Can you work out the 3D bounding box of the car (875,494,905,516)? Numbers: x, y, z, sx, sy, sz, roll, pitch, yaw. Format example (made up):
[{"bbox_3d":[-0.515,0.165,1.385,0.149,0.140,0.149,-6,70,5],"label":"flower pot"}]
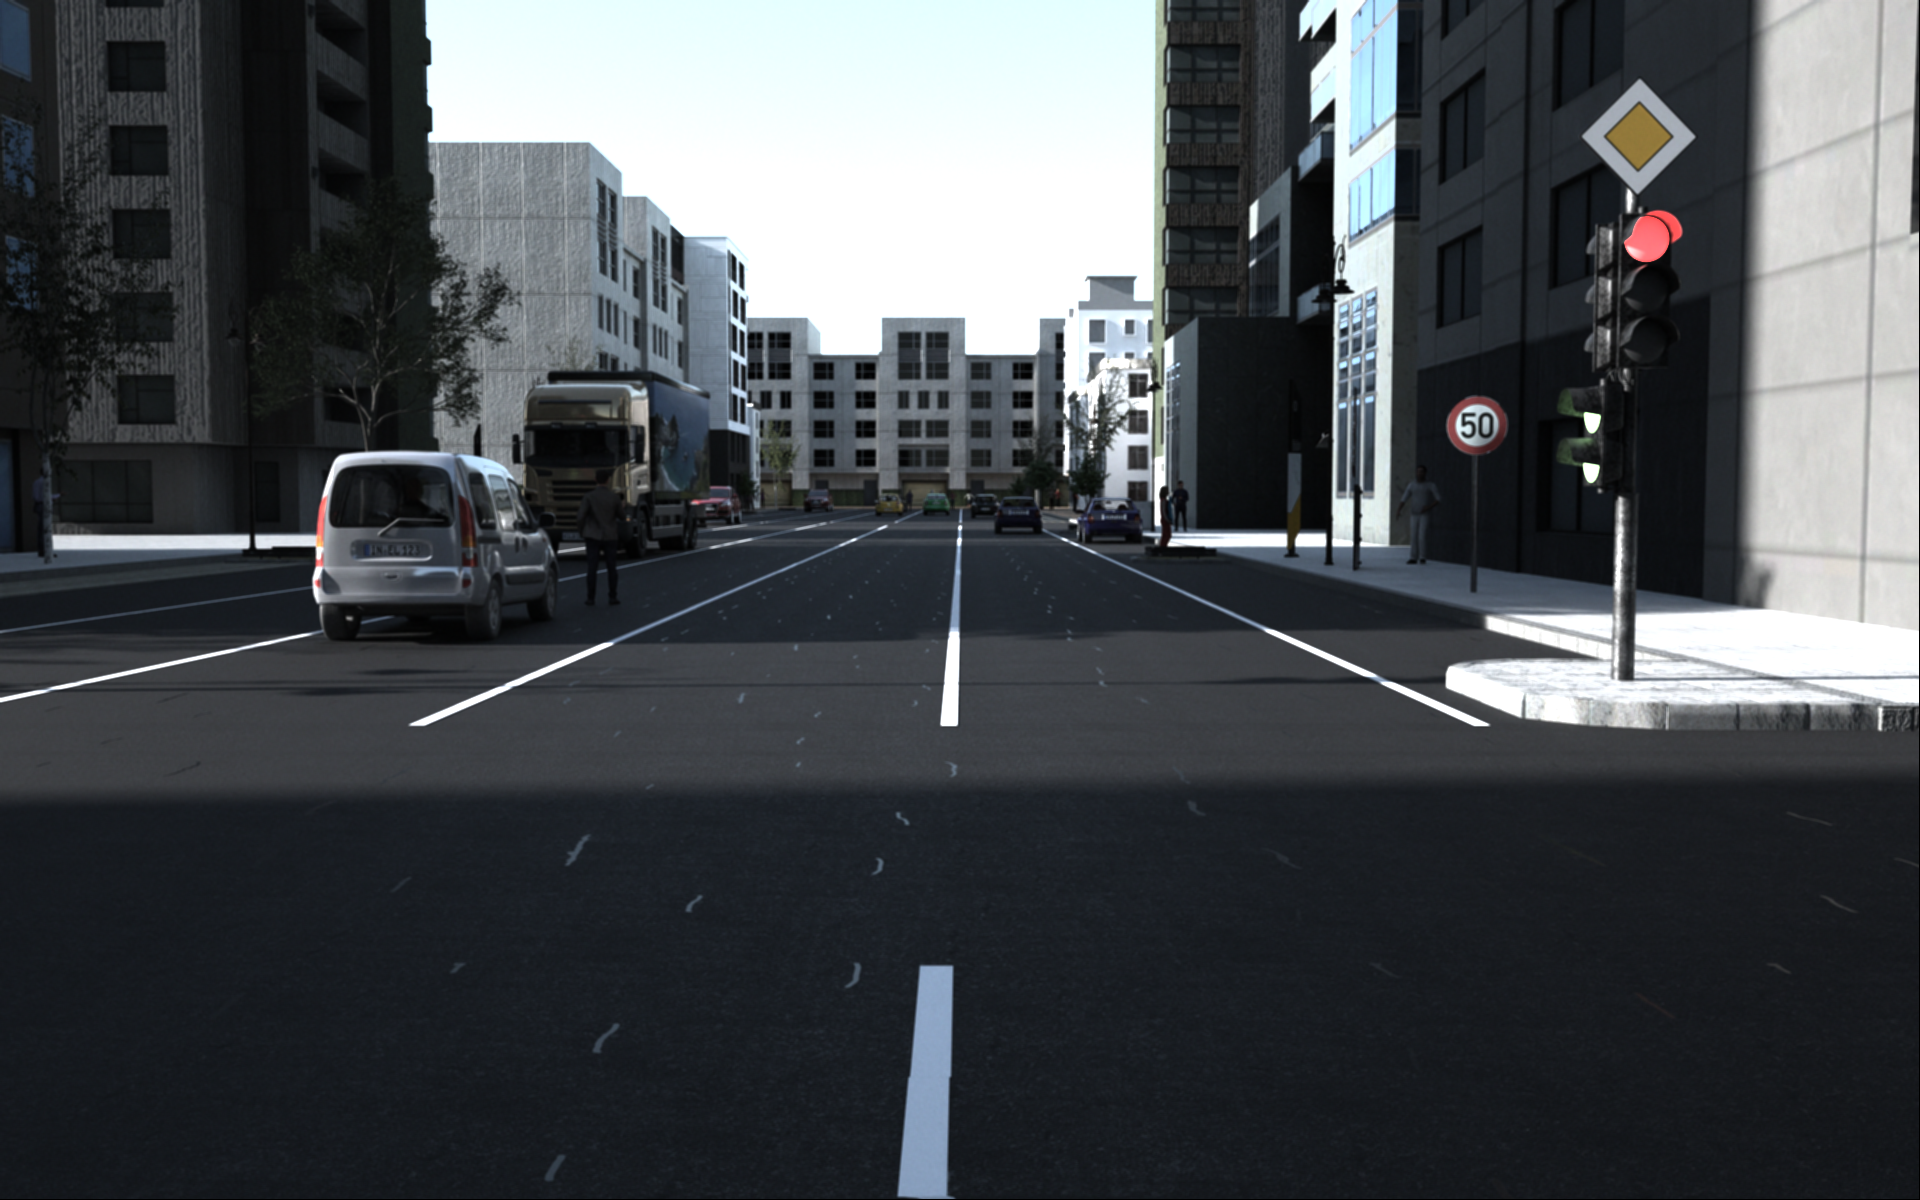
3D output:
[{"bbox_3d":[-4.647,-6.369,114.357,2.015,1.641,3.980,0,4,0],"label":"car"}]

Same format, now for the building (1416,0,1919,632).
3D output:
[{"bbox_3d":[19.262,-35.723,22.325,20.611,71.187,20.563,0,3,0],"label":"building"}]

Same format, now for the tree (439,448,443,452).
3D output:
[{"bbox_3d":[-24.500,-5.659,76.244,4.285,4.588,4.351,0,3,0],"label":"tree"}]

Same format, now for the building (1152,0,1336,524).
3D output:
[{"bbox_3d":[15.716,-18.846,79.837,14.160,30.474,14.107,0,3,0],"label":"building"}]

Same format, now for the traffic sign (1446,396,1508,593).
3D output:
[{"bbox_3d":[6.702,-1.371,22.524,0.768,2.556,0.104,1,4,8],"label":"traffic sign"}]

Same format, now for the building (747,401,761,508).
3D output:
[{"bbox_3d":[-32.543,-13.142,157.018,28.070,9.664,9.099,0,3,0],"label":"building"}]

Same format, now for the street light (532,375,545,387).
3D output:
[{"bbox_3d":[-16.425,-5.805,67.694,0.468,5.910,1.993,0,3,0],"label":"street light"}]

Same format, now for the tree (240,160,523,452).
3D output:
[{"bbox_3d":[-16.509,-6.970,48.370,7.601,10.594,8.767,1,4,15],"label":"tree"}]

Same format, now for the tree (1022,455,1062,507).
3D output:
[{"bbox_3d":[6.845,-9.897,145.525,4.285,4.588,4.351,0,3,0],"label":"tree"}]

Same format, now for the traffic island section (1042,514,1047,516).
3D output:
[{"bbox_3d":[4.718,-5.573,113.990,1.991,0.108,1.994,0,3,0],"label":"traffic island section"}]

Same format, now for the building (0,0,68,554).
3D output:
[{"bbox_3d":[-27.002,-23.280,30.734,14.600,45.320,14.200,0,3,0],"label":"building"}]

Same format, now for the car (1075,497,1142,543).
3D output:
[{"bbox_3d":[4.447,-2.393,51.704,1.945,1.354,3.894,0,4,0],"label":"car"}]

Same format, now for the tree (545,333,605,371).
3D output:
[{"bbox_3d":[-17.139,-7.878,79.174,4.360,8.622,3.978,0,3,0],"label":"tree"}]

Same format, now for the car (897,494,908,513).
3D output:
[{"bbox_3d":[-5.126,-7.701,135.701,2.009,1.686,4.222,0,4,2],"label":"car"}]

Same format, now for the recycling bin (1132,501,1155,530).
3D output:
[{"bbox_3d":[6.436,-2.989,61.416,0.722,1.027,0.722,-2,4,-23],"label":"recycling bin"}]

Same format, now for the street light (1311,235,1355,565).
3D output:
[{"bbox_3d":[6.678,-3.571,31.171,0.468,5.910,1.993,0,3,0],"label":"street light"}]

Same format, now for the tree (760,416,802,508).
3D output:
[{"bbox_3d":[-17.244,-13.076,164.160,4.737,8.622,4.395,0,3,0],"label":"tree"}]

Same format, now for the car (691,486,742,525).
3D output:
[{"bbox_3d":[-11.670,-4.533,82.781,2.281,1.827,5.304,0,4,-1],"label":"car"}]

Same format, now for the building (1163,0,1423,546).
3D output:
[{"bbox_3d":[19.784,-45.440,55.610,22.319,86.520,31.000,0,3,0],"label":"building"}]

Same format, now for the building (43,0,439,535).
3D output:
[{"bbox_3d":[-27.202,-17.599,59.447,14.160,30.474,14.107,0,3,0],"label":"building"}]

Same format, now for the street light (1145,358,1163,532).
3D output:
[{"bbox_3d":[6.586,-5.267,58.905,0.468,5.910,1.993,0,3,0],"label":"street light"}]

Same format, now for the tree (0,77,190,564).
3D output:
[{"bbox_3d":[-16.599,-4.981,31.801,4.360,8.622,3.978,0,3,0],"label":"tree"}]

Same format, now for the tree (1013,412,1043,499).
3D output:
[{"bbox_3d":[6.775,-12.250,150.650,4.360,8.622,3.978,0,3,0],"label":"tree"}]

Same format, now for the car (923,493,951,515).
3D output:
[{"bbox_3d":[-1.581,-6.669,117.831,1.959,1.807,4.718,0,4,0],"label":"car"}]

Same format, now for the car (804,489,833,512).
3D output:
[{"bbox_3d":[-11.331,-7.969,138.963,2.281,1.827,5.304,0,4,0],"label":"car"}]

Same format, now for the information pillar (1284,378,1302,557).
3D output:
[{"bbox_3d":[6.790,-2.680,35.179,0.183,3.616,0.504,2,4,34],"label":"information pillar"}]

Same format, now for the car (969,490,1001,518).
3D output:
[{"bbox_3d":[1.531,-5.731,103.491,2.009,1.686,4.222,0,4,1],"label":"car"}]

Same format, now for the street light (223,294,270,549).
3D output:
[{"bbox_3d":[-16.449,-4.117,40.093,0.468,5.910,1.993,0,3,0],"label":"street light"}]

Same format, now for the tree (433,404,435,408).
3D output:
[{"bbox_3d":[-27.420,-8.072,82.347,4.737,8.622,4.395,0,3,0],"label":"tree"}]

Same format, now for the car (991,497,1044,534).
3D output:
[{"bbox_3d":[2.135,-3.140,63.919,1.945,1.354,3.894,0,4,1],"label":"car"}]

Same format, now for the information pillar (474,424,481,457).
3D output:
[{"bbox_3d":[-16.154,-4.081,58.073,0.183,3.616,0.504,-2,4,-35],"label":"information pillar"}]

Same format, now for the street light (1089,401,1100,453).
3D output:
[{"bbox_3d":[6.708,-6.955,86.506,0.468,5.910,1.993,0,3,0],"label":"street light"}]

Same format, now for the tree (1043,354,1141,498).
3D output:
[{"bbox_3d":[7.256,-8.564,90.388,4.360,8.622,3.978,0,3,0],"label":"tree"}]

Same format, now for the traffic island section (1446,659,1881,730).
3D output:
[{"bbox_3d":[4.599,0.631,11.964,2.009,0.180,2.903,0,3,0],"label":"traffic island section"}]
